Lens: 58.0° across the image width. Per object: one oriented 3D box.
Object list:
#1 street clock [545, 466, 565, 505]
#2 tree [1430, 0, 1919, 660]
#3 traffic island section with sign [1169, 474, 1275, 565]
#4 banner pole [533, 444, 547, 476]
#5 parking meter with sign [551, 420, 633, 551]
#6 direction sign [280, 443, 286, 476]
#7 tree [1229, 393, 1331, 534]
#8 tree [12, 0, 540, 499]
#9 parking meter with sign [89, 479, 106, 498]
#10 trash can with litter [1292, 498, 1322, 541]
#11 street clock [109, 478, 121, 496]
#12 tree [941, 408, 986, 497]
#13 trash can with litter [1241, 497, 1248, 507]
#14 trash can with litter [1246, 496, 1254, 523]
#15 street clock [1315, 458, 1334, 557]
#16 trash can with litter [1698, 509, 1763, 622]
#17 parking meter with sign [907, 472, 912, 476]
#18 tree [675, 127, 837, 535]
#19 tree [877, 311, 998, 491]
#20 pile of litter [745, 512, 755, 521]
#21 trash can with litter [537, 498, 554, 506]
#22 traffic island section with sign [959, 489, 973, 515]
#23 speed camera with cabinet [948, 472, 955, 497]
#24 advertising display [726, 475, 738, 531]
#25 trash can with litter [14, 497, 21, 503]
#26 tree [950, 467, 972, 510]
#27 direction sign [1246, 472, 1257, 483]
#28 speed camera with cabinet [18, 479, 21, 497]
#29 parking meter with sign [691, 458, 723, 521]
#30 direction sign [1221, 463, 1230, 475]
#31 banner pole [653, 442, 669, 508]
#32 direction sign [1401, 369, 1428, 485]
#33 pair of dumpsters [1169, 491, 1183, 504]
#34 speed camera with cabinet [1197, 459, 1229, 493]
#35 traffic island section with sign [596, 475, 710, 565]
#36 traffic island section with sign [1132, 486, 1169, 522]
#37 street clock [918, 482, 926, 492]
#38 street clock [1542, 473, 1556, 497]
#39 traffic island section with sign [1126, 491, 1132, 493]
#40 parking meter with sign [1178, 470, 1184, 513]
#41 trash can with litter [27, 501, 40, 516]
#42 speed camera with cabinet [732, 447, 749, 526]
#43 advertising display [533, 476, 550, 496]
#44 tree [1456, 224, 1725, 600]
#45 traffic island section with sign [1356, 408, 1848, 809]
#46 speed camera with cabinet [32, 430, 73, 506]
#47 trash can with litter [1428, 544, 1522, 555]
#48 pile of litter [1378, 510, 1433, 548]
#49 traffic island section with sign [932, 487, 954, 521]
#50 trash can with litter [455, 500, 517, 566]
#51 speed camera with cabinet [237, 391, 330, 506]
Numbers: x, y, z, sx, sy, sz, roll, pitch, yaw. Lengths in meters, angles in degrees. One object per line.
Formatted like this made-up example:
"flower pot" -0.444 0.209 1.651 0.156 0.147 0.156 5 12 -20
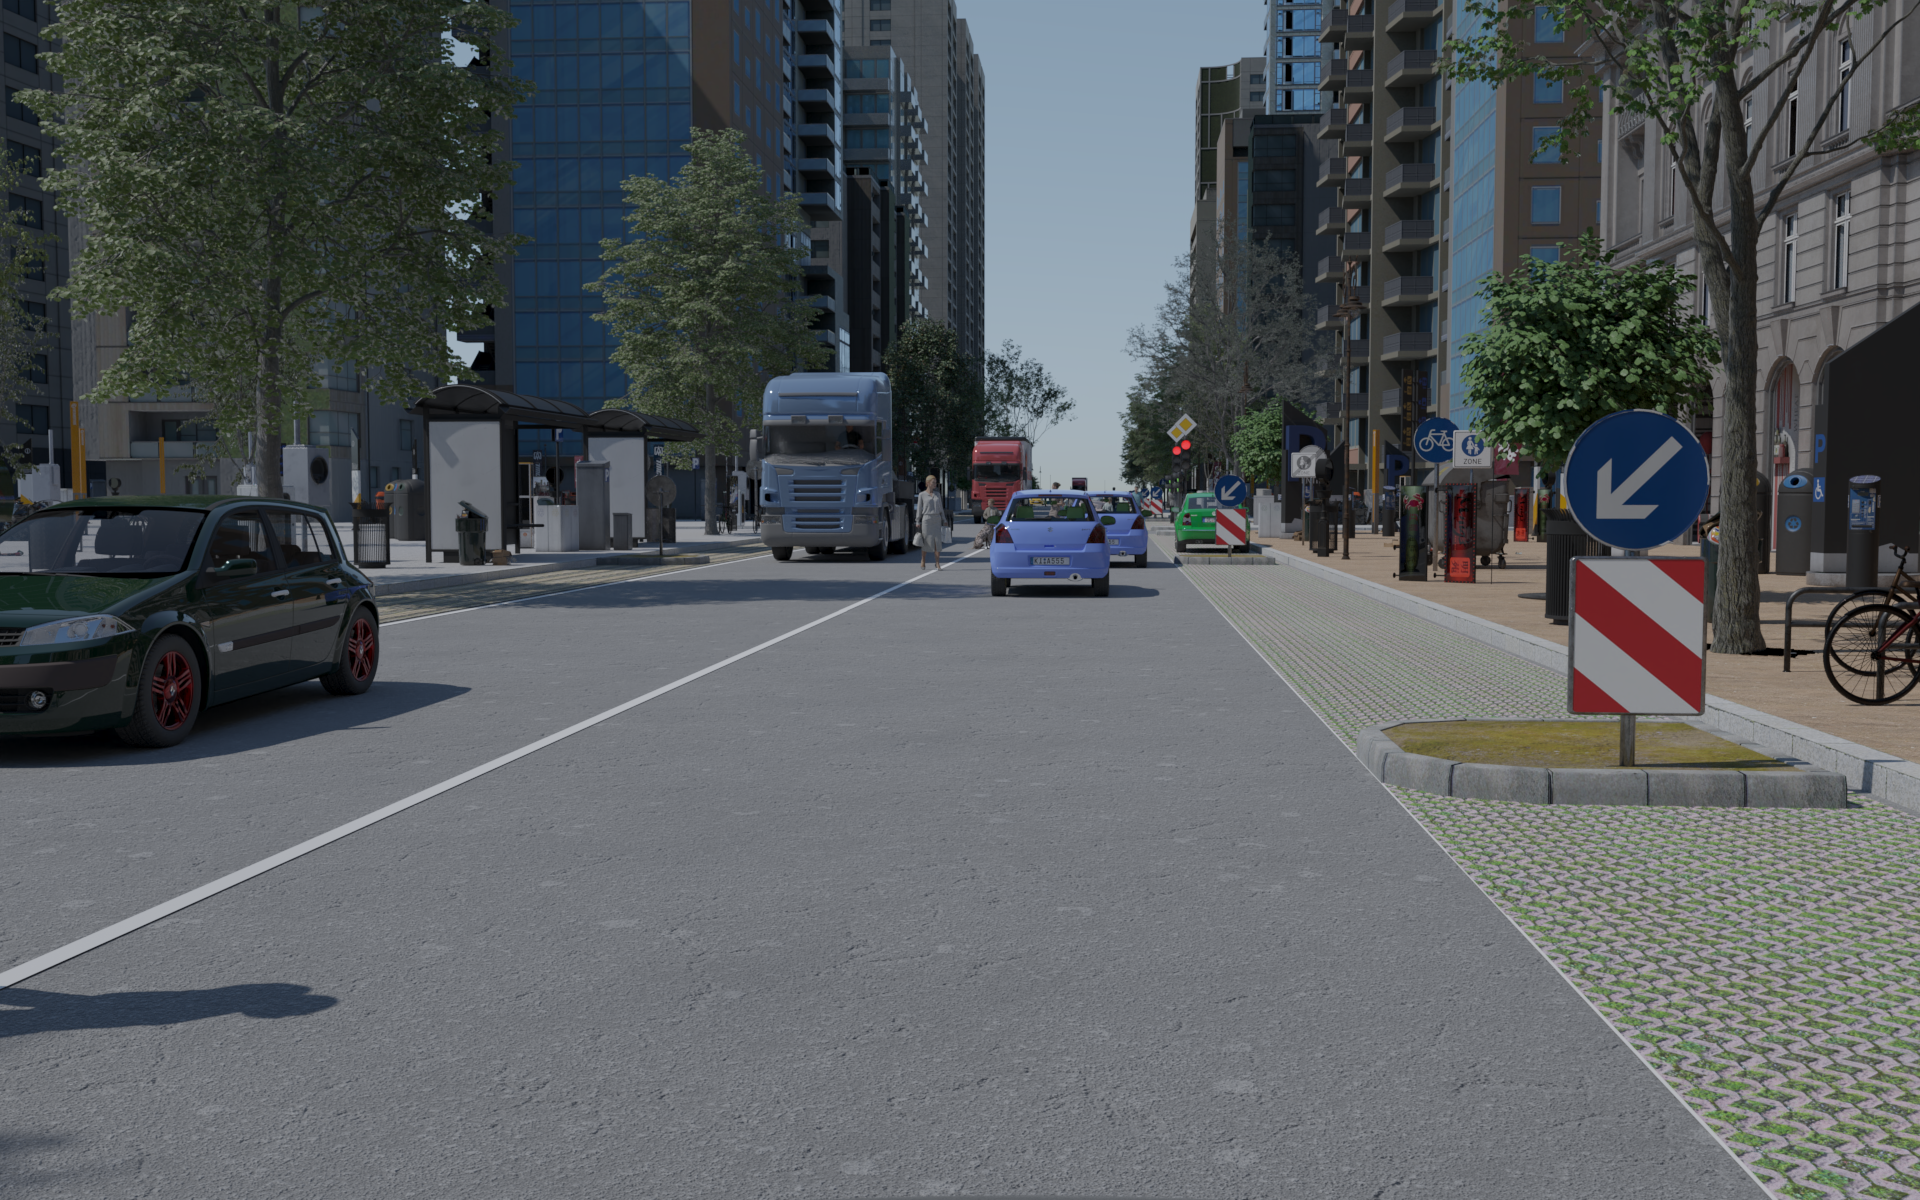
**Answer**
"street clock" -10.537 -2.479 45.109 0.471 2.002 0.358 -1 4 -10
"tree" 6.135 -5.382 13.746 9.928 11.665 9.643 0 3 0
"traffic island section with sign" 5.414 -1.656 35.707 1.989 1.847 2.006 0 4 5
"banner pole" -20.855 -5.885 86.240 0.863 3.779 0.401 -2 4 -25
"parking meter with sign" -8.346 -2.639 39.403 1.738 3.016 0.543 0 4 7
"direction sign" -30.187 -5.172 76.556 0.876 3.537 0.379 -3 5 -43
"tree" 10.416 -4.441 56.325 4.285 4.588 4.351 0 3 0
"tree" -9.548 -6.499 24.387 7.486 12.596 7.792 0 3 0
"parking meter with sign" -44.954 -5.756 90.363 1.738 3.016 0.543 -3 5 -44
"trash can with litter" 9.396 -2.184 47.103 0.624 1.170 1.055 -2 4 -24
"street clock" -37.108 -4.375 76.098 0.471 2.002 0.358 1 4 9
"tree" -0.157 -10.970 129.720 4.737 8.622 4.395 0 3 0
"trash can with litter" 14.853 -4.910 91.672 0.624 1.170 1.055 -1 4 -9
"trash can with litter" 12.692 -4.081 77.786 2.233 1.210 1.678 0 4 -7
"street clock" 7.418 -1.879 35.296 0.358 2.002 0.471 2 4 34
"trash can with litter" 7.585 -0.371 17.450 0.624 1.170 1.055 0 4 -7
"parking meter with sign" -3.987 -8.533 135.769 0.543 3.016 1.738 -1 4 -11
"tree" -7.704 -8.292 53.697 7.486 12.596 7.792 0 3 0
"tree" -2.139 -11.734 108.860 9.611 12.733 9.660 0 3 0
"pile of litter" -10.552 -4.318 84.566 1.176 0.858 1.719 -2 4 -30
"trash can with litter" -11.606 -2.312 49.191 0.624 1.170 1.055 -2 4 -35
"traffic island section with sign" 0.956 -6.747 118.948 1.989 1.847 2.006 0 4 5
"speed camera with cabinet" -1.381 -8.577 134.572 2.038 3.252 0.660 -2 4 -28
"advertising display" -7.892 -3.357 60.102 0.123 1.923 0.974 1 4 10
"trash can with litter" -41.863 -3.992 76.654 1.055 1.170 0.624 1 4 21
"tree" 0.278 -9.569 140.174 4.285 4.588 4.351 0 3 0
"direction sign" 21.216 -8.208 126.204 0.876 3.537 0.379 2 4 25
"speed camera with cabinet" -43.258 -5.325 81.402 0.660 3.252 2.038 1 4 16
"parking meter with sign" -11.983 -5.282 82.614 1.738 3.016 0.543 2 4 31
"direction sign" 19.068 -8.099 124.417 0.379 3.537 0.876 -3 5 -40
"banner pole" -13.124 -5.286 76.442 0.863 3.779 0.401 0 4 2
"direction sign" 8.304 -2.430 31.729 0.379 3.537 0.876 3 5 44
"pair of dumpsters" 17.870 -8.486 141.234 1.574 2.255 4.437 0 4 5
"speed camera with cabinet" 13.205 -5.787 88.950 2.038 3.252 0.660 -1 4 -19
"traffic island section with sign" -6.215 -1.643 35.496 1.989 1.847 2.006 0 4 5
"traffic island section with sign" 10.085 -4.982 90.088 1.989 1.847 2.006 0 4 5
"street clock" -2.207 -5.911 101.222 0.471 2.002 0.358 1 4 18
"street clock" 17.347 -2.845 51.079 0.358 2.002 0.471 0 4 -7
"traffic island section with sign" 12.472 -6.687 117.952 1.989 1.847 2.006 0 4 5
"parking meter with sign" 13.812 -6.918 109.373 0.543 3.016 1.738 0 4 2
"trash can with litter" -19.864 -1.522 35.949 2.233 1.210 1.678 -3 5 -40
"speed camera with cabinet" -8.894 -4.596 69.484 0.660 3.252 2.038 0 4 3
"advertising display" -14.968 -3.441 61.471 0.123 1.923 0.974 3 4 38
"tree" 7.592 -2.289 21.135 4.285 4.588 4.351 0 3 0
"traffic island section with sign" 3.108 -0.014 8.851 1.989 1.847 2.006 0 4 5
"speed camera with cabinet" -28.182 -3.651 54.035 0.660 3.252 2.038 0 4 -3
"trash can with litter" 10.840 -1.589 37.043 2.233 1.210 1.678 1 4 23
"pile of litter" 10.901 -1.688 41.559 1.176 0.858 1.719 -1 4 -15
"traffic island section with sign" -1.353 -5.103 92.054 1.989 1.847 2.006 0 4 5
"trash can with litter" -8.530 -1.210 31.174 1.055 1.170 0.624 0 4 -2
"speed camera with cabinet" -12.525 -2.310 32.107 0.660 3.252 2.038 1 4 14
